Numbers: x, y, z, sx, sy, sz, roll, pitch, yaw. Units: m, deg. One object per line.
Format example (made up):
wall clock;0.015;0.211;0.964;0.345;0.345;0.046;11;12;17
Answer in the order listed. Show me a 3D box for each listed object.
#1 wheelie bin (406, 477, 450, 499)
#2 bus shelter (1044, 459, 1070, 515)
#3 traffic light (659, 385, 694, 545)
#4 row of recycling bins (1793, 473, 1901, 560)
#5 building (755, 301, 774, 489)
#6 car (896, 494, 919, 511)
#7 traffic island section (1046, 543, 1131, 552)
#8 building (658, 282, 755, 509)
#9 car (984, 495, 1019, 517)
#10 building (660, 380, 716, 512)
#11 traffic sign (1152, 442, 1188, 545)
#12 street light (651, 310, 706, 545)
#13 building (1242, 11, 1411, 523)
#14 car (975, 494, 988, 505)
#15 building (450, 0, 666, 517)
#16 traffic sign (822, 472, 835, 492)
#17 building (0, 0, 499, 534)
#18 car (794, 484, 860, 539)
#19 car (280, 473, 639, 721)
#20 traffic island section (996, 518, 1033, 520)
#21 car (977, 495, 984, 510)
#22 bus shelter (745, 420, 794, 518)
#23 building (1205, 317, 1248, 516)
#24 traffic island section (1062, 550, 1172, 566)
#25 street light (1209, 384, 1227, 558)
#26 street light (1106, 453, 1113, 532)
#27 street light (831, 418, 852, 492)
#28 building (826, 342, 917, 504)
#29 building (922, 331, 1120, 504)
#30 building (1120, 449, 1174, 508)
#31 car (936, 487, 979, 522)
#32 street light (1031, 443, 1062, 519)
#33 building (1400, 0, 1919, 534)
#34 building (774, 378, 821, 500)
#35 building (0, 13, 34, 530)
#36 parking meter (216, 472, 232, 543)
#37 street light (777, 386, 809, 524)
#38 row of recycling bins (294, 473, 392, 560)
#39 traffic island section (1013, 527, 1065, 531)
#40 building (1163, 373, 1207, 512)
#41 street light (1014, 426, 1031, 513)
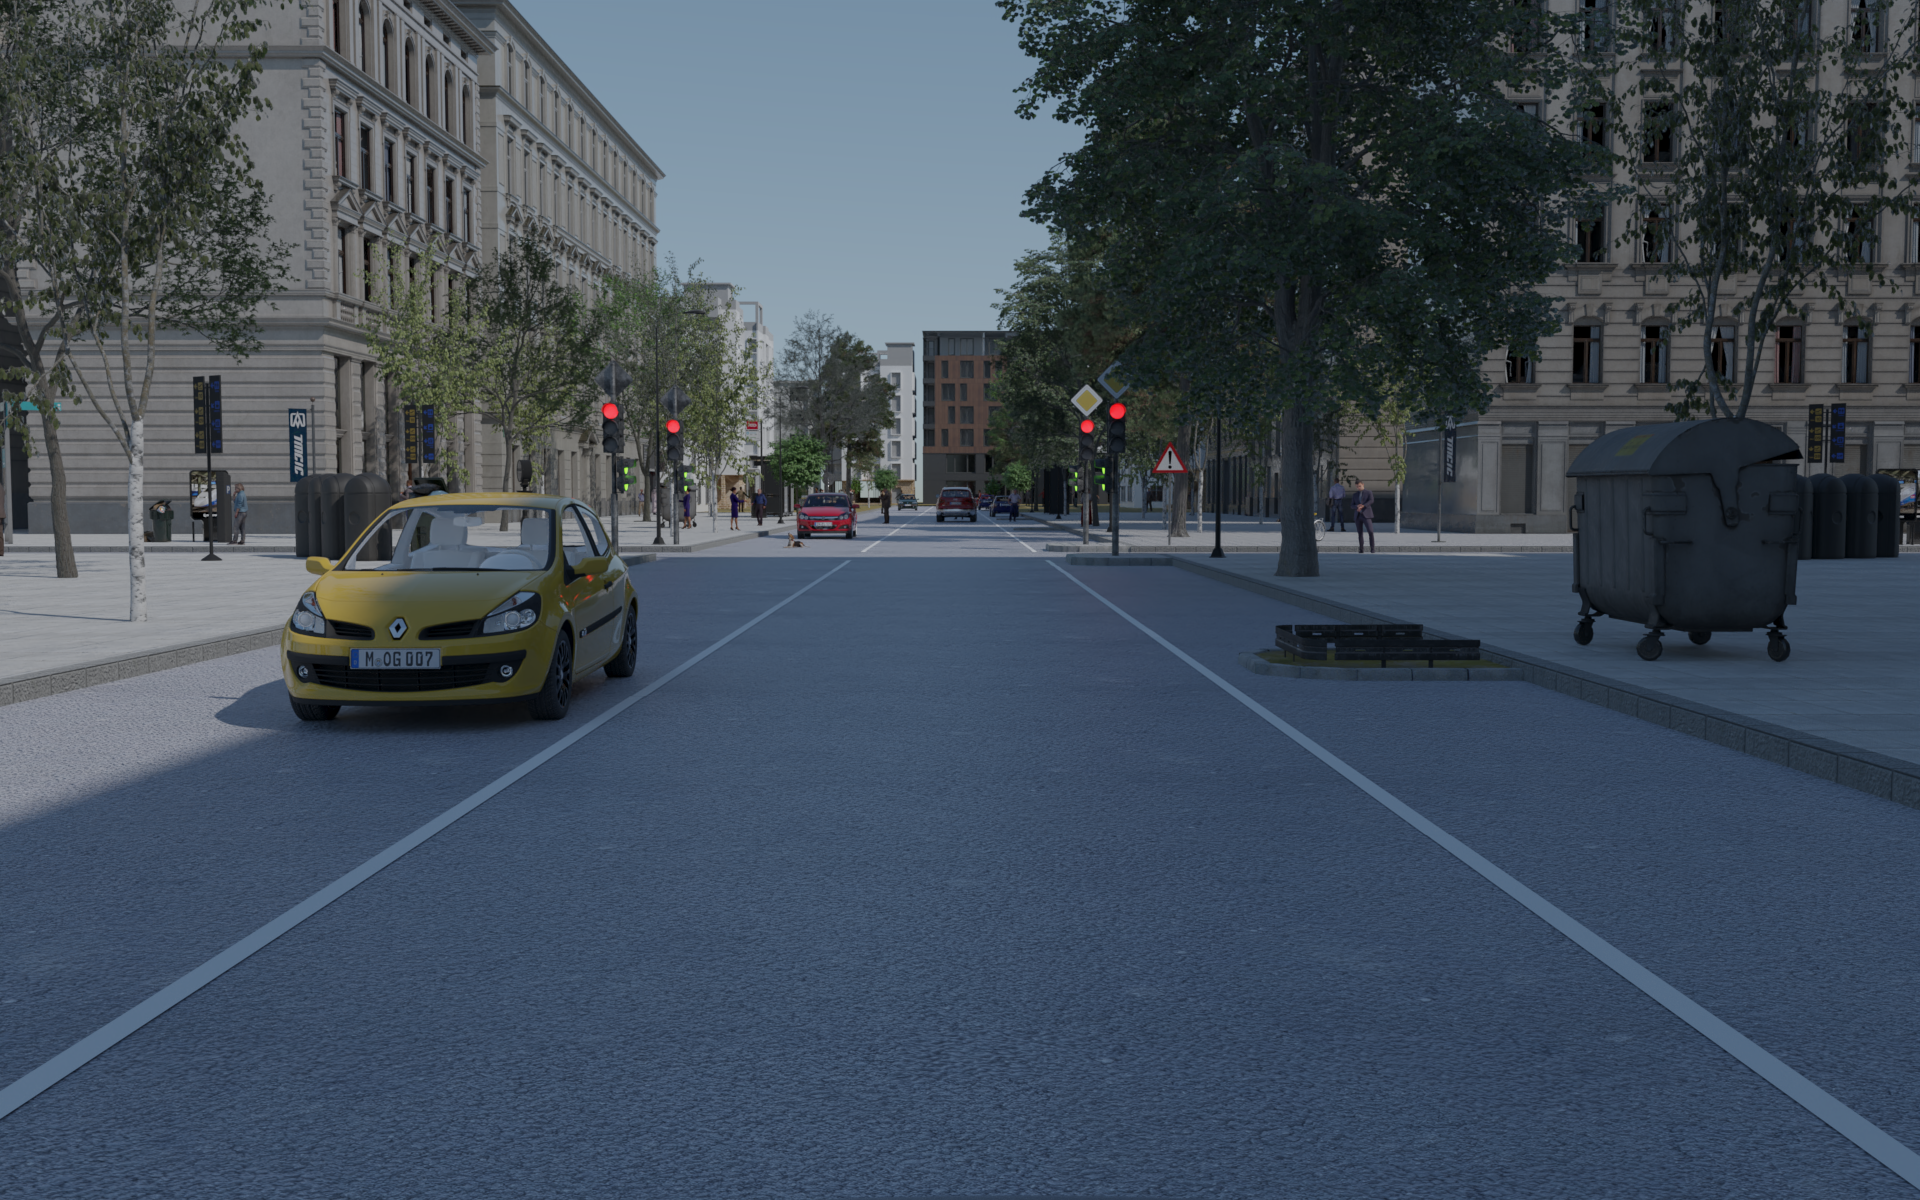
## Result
wheelie bin;-10.026;-1.522;32.801;0.980;1.594;0.693;1;4;16
bus shelter;6.026;-7.300;110.637;1.731;3.624;6.357;0;4;0
traffic light;-7.181;-3.339;43.843;0.839;4.213;0.868;0;4;0
row of recycling bins;17.495;-1.681;34.598;3.534;1.692;1.069;-2;4;-27
building;-25.044;-19.576;176.485;11.380;20.091;16.016;0;4;0
car;-4.546;-8.612;150.588;2.009;1.686;4.222;0;4;-2
traffic island section;3.220;-1.329;44.014;2.009;0.180;2.903;0;4;0
building;-27.030;-18.129;152.829;16.016;20.091;11.380;0;4;0
car;2.769;-5.916;109.304;1.945;1.354;3.894;0;4;-2
building;-23.268;-11.702;133.476;9.099;9.664;28.070;0;4;0
traffic sign;5.238;-2.646;43.259;0.884;2.594;0.081;0;4;3
street light;-7.098;-4.355;43.750;1.470;5.913;1.316;0;4;0
building;22.382;-17.804;88.355;12.463;27.353;25.104;0;4;0
car;2.457;-11.002;188.923;2.155;1.783;4.494;0;4;-1
building;-28.003;-19.568;96.357;17.030;29.872;44.131;0;4;0
traffic sign;-7.661;-6.144;100.552;0.768;2.556;0.104;1;4;9
building;-24.991;-14.369;63.811;11.050;23.489;19.941;0;4;0
car;-4.338;-2.918;56.752;2.155;1.783;4.494;0;4;-1
car;-3.381;-0.120;12.189;2.015;1.641;3.980;0;4;-1
traffic island section;2.996;-4.454;95.696;1.991;0.108;1.994;0;4;0
car;2.482;-8.776;156.072;1.945;1.354;3.894;0;4;1
bus shelter;-10.530;-7.272;96.533;2.179;5.291;8.768;0;4;0
building;21.664;-15.966;110.190;9.793;20.994;18.267;0;4;0
traffic island section;3.253;-0.841;36.029;2.009;0.180;2.903;0;4;0
street light;4.665;-3.808;34.795;1.470;5.913;1.316;0;4;0
street light;4.515;-5.219;57.870;1.470;5.913;1.316;0;4;0
street light;-7.226;-8.116;105.243;1.470;5.913;1.316;0;4;0
building;-11.395;-22.377;222.277;11.380;20.091;16.016;0;4;0
building;11.549;-23.434;227.123;32.646;21.610;27.936;0;4;0
building;20.495;-13.291;159.460;9.099;9.664;28.070;0;4;0
car;-0.156;-4.970;89.939;2.281;1.827;5.304;0;4;2
street light;4.508;-7.090;88.461;1.470;5.913;1.316;0;4;0
building;25.465;-12.880;59.734;18.267;20.994;9.793;0;4;0
building;-34.198;-21.724;221.652;31.486;18.905;16.747;0;4;0
building;-45.444;-16.748;61.224;23.554;28.519;14.401;0;4;0
parking meter;-19.391;-2.442;45.639;0.255;1.863;0.399;0;4;1
street light;-7.200;-6.245;74.652;1.470;5.913;1.316;0;4;0
row of recycling bins;-12.290;-1.667;34.367;1.069;1.692;3.534;-3;5;-40
traffic island section;3.111;-2.807;68.753;1.991;0.108;1.994;0;4;0
building;24.312;-17.268;138.756;16.016;20.091;11.380;0;4;0
street light;4.414;-8.961;119.052;1.470;5.913;1.316;0;4;0
